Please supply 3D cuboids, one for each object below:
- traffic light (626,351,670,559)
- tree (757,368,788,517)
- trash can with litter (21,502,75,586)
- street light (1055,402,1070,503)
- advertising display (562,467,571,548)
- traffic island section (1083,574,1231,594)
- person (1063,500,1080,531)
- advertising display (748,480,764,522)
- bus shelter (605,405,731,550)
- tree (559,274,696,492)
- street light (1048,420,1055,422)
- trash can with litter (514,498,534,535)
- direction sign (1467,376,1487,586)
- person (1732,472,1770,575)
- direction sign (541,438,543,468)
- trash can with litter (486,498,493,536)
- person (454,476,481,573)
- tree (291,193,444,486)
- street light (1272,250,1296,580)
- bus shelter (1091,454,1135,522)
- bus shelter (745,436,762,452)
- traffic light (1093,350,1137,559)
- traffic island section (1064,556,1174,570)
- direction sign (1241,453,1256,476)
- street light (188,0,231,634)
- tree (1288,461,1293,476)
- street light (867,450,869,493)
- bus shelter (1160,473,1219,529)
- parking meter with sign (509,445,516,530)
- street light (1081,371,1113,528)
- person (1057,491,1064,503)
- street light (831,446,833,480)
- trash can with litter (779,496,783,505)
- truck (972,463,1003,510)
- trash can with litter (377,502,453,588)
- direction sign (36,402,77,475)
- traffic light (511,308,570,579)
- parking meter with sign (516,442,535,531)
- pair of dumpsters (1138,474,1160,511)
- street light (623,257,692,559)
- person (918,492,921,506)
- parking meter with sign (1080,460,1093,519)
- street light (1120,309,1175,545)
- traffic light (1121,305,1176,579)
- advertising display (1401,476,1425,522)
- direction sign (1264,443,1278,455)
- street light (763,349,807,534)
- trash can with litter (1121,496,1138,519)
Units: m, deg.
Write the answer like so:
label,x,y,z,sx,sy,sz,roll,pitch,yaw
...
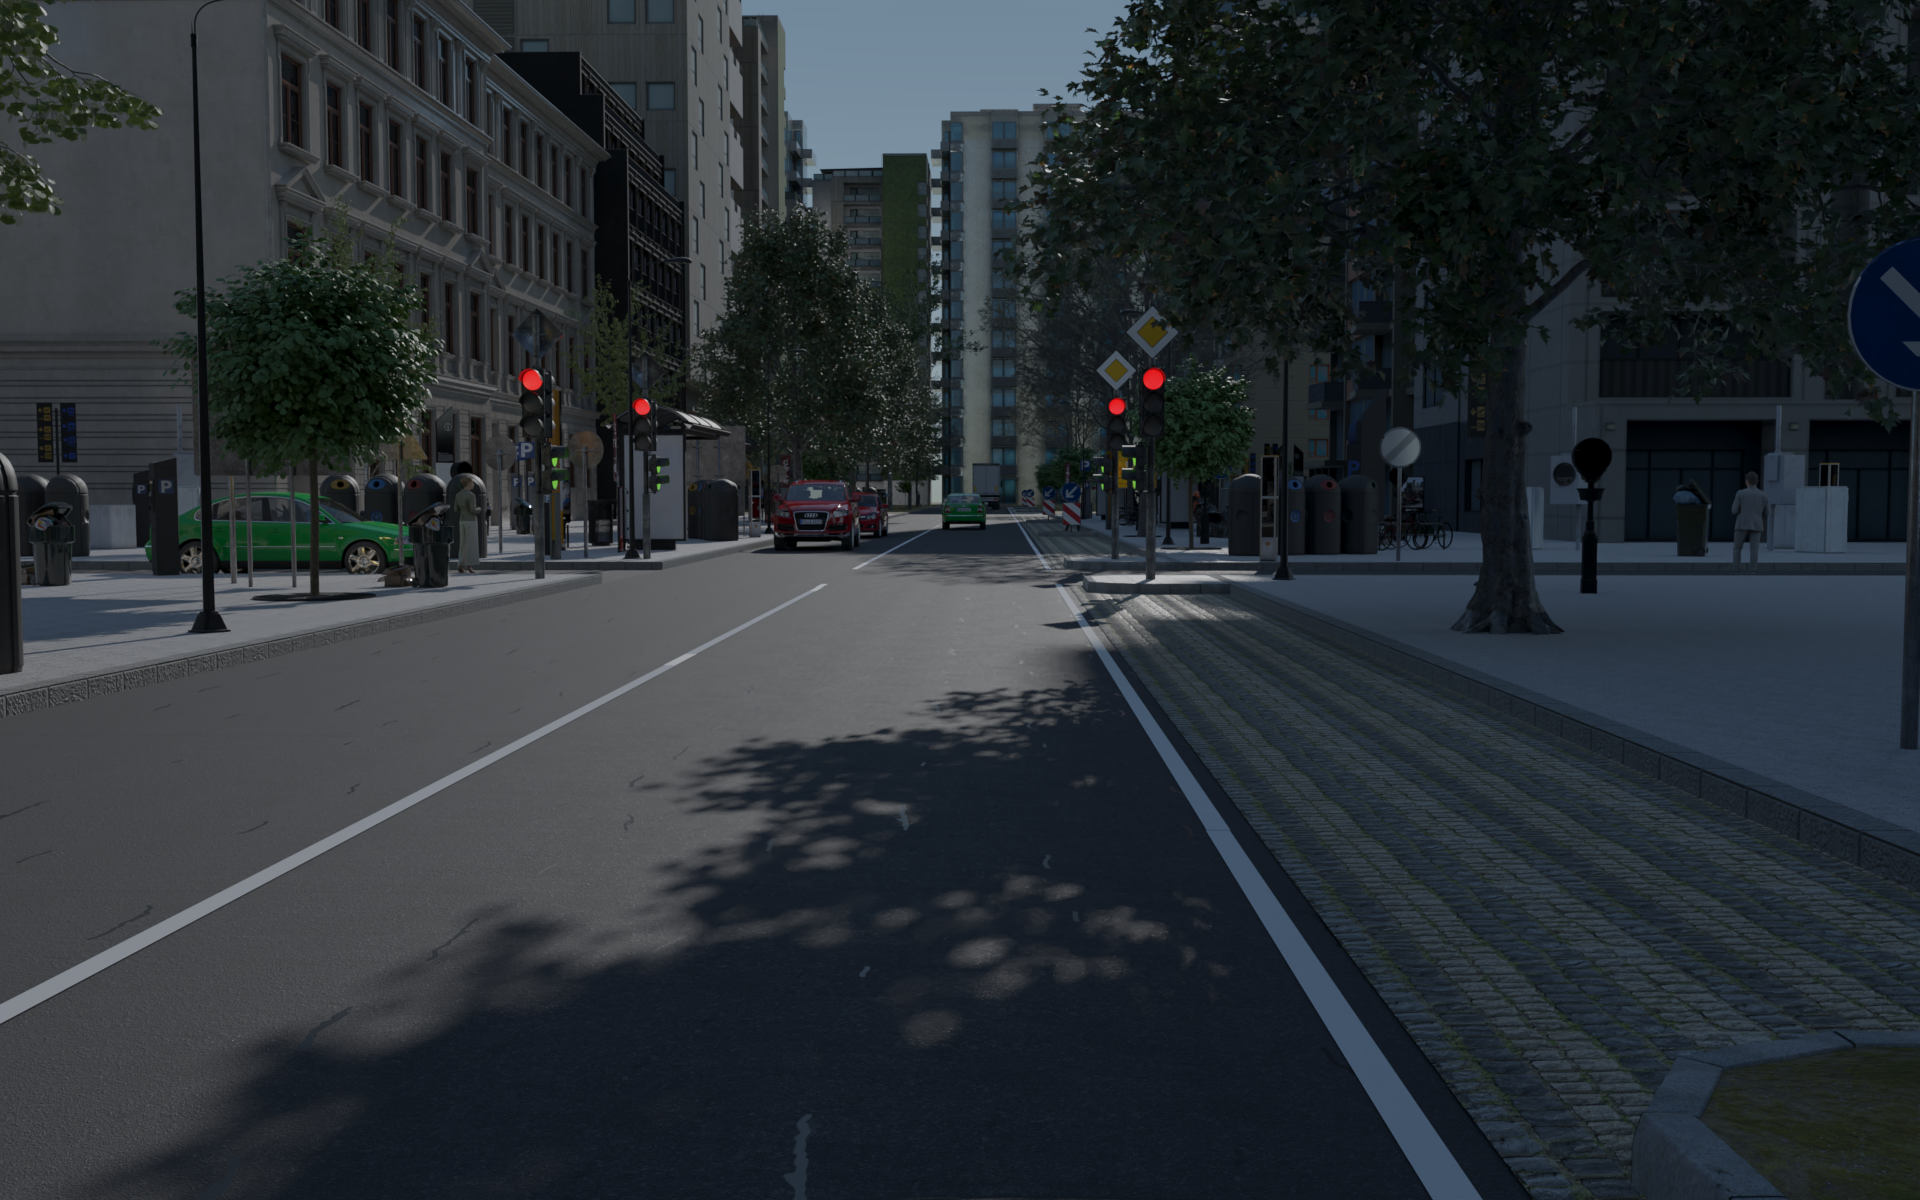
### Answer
label,x,y,z,sx,sy,sz,roll,pitch,yaw
traffic light,-6.177,-2.766,34.149,0.839,4.253,0.868,0,4,1
tree,-11.014,-9.057,98.440,4.360,8.622,3.978,0,3,0
trash can with litter,-12.949,-0.792,24.343,1.055,1.170,0.624,2,4,30
street light,5.672,-7.006,87.086,1.470,5.913,1.316,0,4,1
advertising display,-9.469,-2.192,41.050,0.123,1.923,0.974,1,4,9
traffic island section,2.892,-0.233,26.087,2.009,0.180,2.903,0,4,1
person,4.043,-3.351,63.064,0.755,1.850,0.659,2,4,28
advertising display,-9.436,-4.579,80.086,0.123,1.923,0.974,3,4,36
bus shelter,-6.972,-2.942,42.029,2.014,3.302,5.546,0,4,1
tree,-11.402,-6.636,58.867,4.737,8.622,4.395,0,3,0
street light,6.190,-8.331,108.751,1.470,5.913,1.316,0,4,1
trash can with litter,-13.532,-2.645,54.626,1.055,1.170,0.624,1,4,13
direction sign,7.383,-1.965,24.130,0.876,3.537,0.379,-2,4,-30
person,13.204,-1.243,29.031,0.606,1.804,0.583,0,4,3
direction sign,-16.533,-4.713,69.049,0.379,3.537,0.876,3,4,36
trash can with litter,-14.711,-2.507,52.383,1.055,1.170,0.624,-2,4,-29
person,-8.876,-1.364,31.352,0.519,1.759,0.362,2,4,34
tree,-14.599,-5.638,42.550,4.737,8.622,4.395,0,3,0
street light,4.312,-3.257,25.788,1.470,5.913,1.316,0,4,1
bus shelter,7.468,-5.466,83.292,2.014,3.302,5.546,0,4,1
bus shelter,-7.679,-3.748,55.198,2.014,3.302,5.546,0,4,1
traffic light,3.033,-2.754,33.957,0.839,4.253,0.868,0,4,1
traffic island section,3.072,-0.721,34.070,2.009,0.180,2.903,0,4,1
direction sign,15.985,-6.360,95.982,0.876,3.537,0.379,3,5,39
street light,-6.438,-2.652,15.906,1.470,5.913,1.316,0,4,1
tree,16.588,-5.713,88.010,1.663,3.219,1.824,0,3,0
street light,-4.690,-7.710,98.601,1.470,5.913,1.316,0,4,1
bus shelter,8.093,-4.117,61.239,2.014,3.302,5.546,0,4,1
parking meter with sign,-15.943,-4.037,62.271,0.543,3.016,1.738,-1,4,-20
street light,5.233,-5.691,65.596,1.470,5.913,1.316,0,4,1
person,11.144,-11.167,191.617,0.750,1.759,0.617,0,4,4
street light,-5.170,-6.396,77.111,1.470,5.913,1.316,0,4,1
trash can with litter,-11.049,-5.761,105.573,0.624,1.170,1.055,0,4,5
truck,2.529,-10.612,162.412,2.839,4.237,11.283,0,4,2
trash can with litter,-7.525,-0.763,23.857,1.055,1.170,0.624,1,4,13
direction sign,-22.359,-3.116,42.943,0.876,3.537,0.379,-1,4,-16
traffic light,-6.357,-2.278,26.166,0.839,4.253,0.868,0,4,1
parking meter with sign,-14.442,-3.819,58.700,0.543,3.016,1.738,0,4,1
pair of dumpsters,9.449,-4.899,82.599,1.574,2.255,4.437,0,4,1
street light,-5.953,-3.767,34.129,1.470,5.913,1.316,0,4,1
person,-4.542,-11.136,191.498,0.530,1.710,0.541,0,4,4
parking meter with sign,6.600,-5.728,89.908,0.543,3.016,1.738,1,4,10
street light,4.732,-4.353,43.719,1.470,5.913,1.316,0,4,1
traffic light,2.852,-2.266,25.974,0.839,4.253,0.868,0,4,1
advertising display,16.257,-3.502,62.476,0.974,1.923,0.123,2,4,30
direction sign,13.940,-5.242,77.696,0.876,3.537,0.379,-3,4,-37
street light,-5.608,-5.081,55.621,1.470,5.913,1.316,0,4,1
trash can with litter,8.728,-4.794,89.768,1.055,1.170,0.624,3,5,39
